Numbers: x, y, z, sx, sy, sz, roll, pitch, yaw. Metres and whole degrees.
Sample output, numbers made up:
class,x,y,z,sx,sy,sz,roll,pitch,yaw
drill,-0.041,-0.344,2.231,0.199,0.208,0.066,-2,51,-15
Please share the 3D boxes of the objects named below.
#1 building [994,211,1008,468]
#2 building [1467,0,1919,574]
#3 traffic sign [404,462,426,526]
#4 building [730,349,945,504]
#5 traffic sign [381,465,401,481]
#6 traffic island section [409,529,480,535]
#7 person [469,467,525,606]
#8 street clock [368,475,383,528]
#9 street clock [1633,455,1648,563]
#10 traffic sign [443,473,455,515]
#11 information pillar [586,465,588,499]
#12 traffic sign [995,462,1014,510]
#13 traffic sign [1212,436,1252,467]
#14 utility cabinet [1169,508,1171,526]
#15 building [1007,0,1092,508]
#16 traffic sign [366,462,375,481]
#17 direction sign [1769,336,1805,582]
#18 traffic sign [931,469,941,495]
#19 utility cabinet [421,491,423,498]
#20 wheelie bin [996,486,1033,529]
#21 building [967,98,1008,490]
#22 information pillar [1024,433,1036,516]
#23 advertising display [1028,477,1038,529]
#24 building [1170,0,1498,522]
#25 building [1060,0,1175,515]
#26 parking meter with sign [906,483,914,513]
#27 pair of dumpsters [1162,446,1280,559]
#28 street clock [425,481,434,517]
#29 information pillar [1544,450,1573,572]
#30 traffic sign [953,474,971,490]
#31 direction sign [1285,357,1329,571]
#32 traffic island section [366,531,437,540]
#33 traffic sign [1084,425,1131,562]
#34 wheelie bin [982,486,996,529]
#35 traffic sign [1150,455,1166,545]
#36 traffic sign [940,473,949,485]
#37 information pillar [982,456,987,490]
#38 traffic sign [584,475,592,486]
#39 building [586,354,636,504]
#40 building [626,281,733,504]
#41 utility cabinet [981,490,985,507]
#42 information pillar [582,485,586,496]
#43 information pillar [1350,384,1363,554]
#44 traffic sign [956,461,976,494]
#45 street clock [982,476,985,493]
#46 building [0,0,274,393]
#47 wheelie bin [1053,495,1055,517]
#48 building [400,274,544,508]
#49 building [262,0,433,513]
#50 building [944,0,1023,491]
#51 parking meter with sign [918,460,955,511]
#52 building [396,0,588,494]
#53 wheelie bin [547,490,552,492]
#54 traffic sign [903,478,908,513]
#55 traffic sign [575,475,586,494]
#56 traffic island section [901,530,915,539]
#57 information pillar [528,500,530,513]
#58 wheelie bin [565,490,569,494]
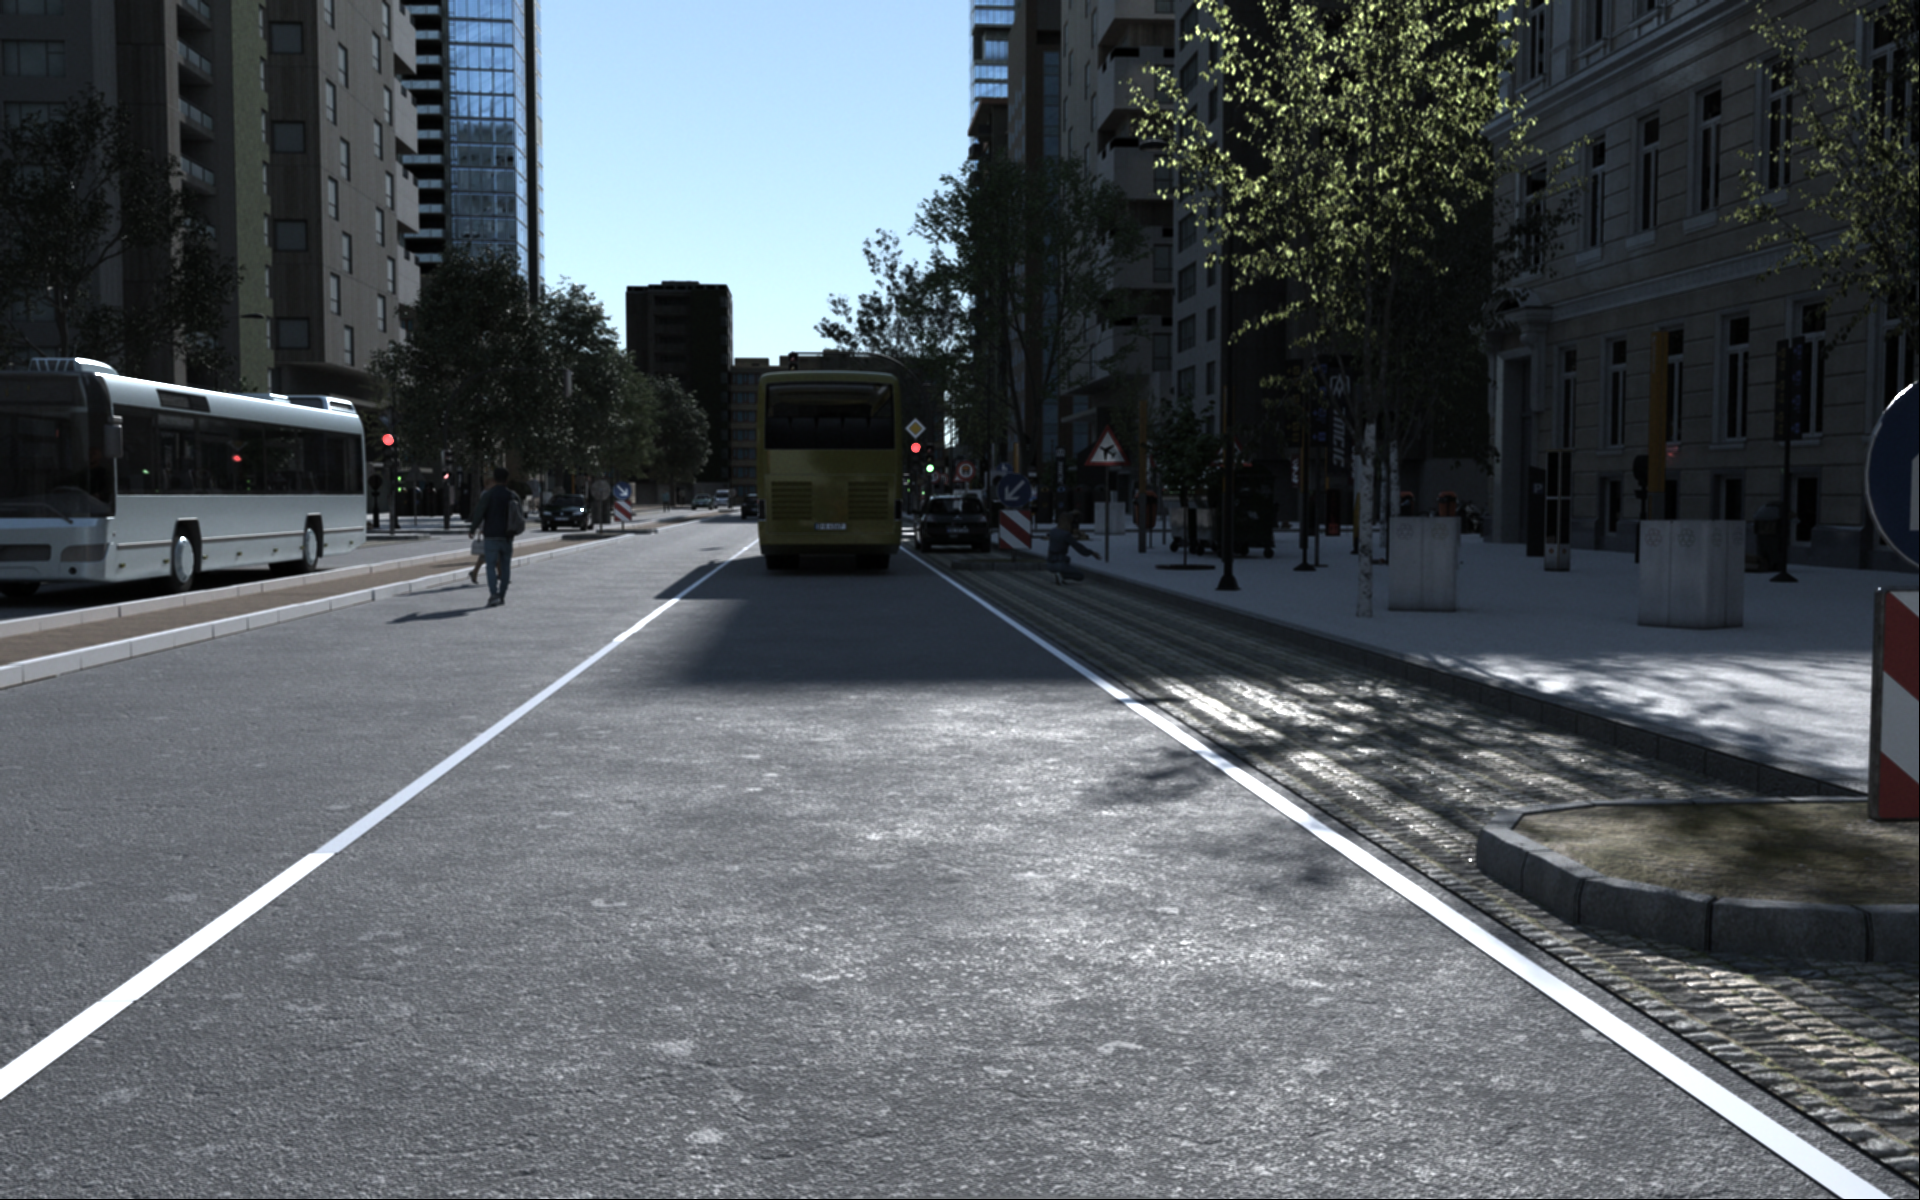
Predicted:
class,x,y,z,sx,sy,sz,roll,pitch,yaw
building,10.115,-24.292,168.867,14.160,30.474,14.107,0,4,-5
building,20.894,-15.298,36.030,13.634,28.700,20.117,0,4,-5
traffic sign,-21.941,-4.265,69.741,0.884,2.594,0.081,0,4,2
building,-17.552,-24.622,247.614,28.899,21.520,27.650,0,4,-5
traffic sign,-22.387,-4.164,68.181,0.768,2.556,0.104,0,4,-1
traffic island section,-18.553,-2.464,62.569,2.009,0.180,2.903,0,4,-5
person,-5.950,-0.828,22.383,0.623,1.781,0.721,-3,5,-44
street clock,-21.978,-3.706,65.155,0.471,2.002,0.358,0,4,-3
street clock,12.664,-1.683,32.093,0.471,2.002,0.358,-3,5,-44
traffic sign,-25.261,-5.110,85.686,0.606,2.300,0.079,0,4,1
information pillar,-24.215,-7.401,112.365,0.183,3.616,0.504,-1,4,-9
traffic sign,1.798,-4.262,69.782,0.768,2.556,0.104,0,4,3
traffic sign,5.221,-2.055,33.610,0.884,2.594,0.081,0,4,1
utility cabinet,8.417,-3.626,67.959,0.318,1.500,1.173,0,4,1
building,11.851,-30.821,154.038,14.600,45.320,14.200,0,4,-5
traffic sign,-23.203,-4.124,67.531,0.768,2.556,0.104,0,4,2
direction sign,12.076,-2.036,25.286,0.379,3.537,0.876,0,4,2
traffic sign,-1.360,-5.384,88.139,0.768,2.556,0.104,0,4,-4
utility cabinet,-40.435,-7.420,129.994,1.173,1.500,0.318,1,4,9
wheelie bin,1.715,-2.770,53.195,0.980,1.594,0.693,-1,4,-9
building,12.306,-32.787,190.684,22.147,44.769,28.867,0,4,-5
information pillar,2.670,-4.582,66.275,0.504,3.616,0.183,0,4,-6
advertising display,2.414,-3.562,63.445,0.974,1.923,0.123,-2,4,-26
building,18.413,-19.057,83.283,14.107,30.474,14.160,0,4,-5
building,21.865,-32.271,116.873,28.713,52.752,27.495,0,4,-5
parking meter with sign,-3.215,-7.300,115.623,1.738,3.016,0.543,1,4,14
pair of dumpsters,5.450,-2.073,36.393,1.574,2.255,4.437,0,4,-5
street clock,-29.692,-5.670,97.269,0.358,2.002,0.471,-1,4,-23
information pillar,9.945,-1.486,28.792,0.304,2.012,0.304,-2,4,-30
traffic sign,0.056,-4.686,76.613,0.884,2.594,0.081,0,4,-3
direction sign,5.777,-2.259,28.926,0.379,3.537,0.876,-3,5,-41
traffic island section,-17.917,-1.977,54.610,2.009,0.180,2.903,0,4,-5
traffic sign,2.760,-1.986,32.483,0.884,2.594,0.081,0,4,-3
wheelie bin,1.246,-3.464,64.550,0.980,1.594,0.693,-2,4,-29
traffic sign,5.186,-2.680,43.926,0.768,2.556,0.104,0,4,1
traffic sign,-1.037,-6.355,104.004,0.768,2.556,0.104,0,4,3
information pillar,1.524,-6.950,104.995,0.504,3.616,0.183,3,5,44
traffic sign,-25.257,-7.165,117.252,0.768,2.556,0.104,0,4,3
building,-60.849,-24.380,243.647,28.899,21.520,27.650,0,4,-5
building,-38.377,-28.520,237.994,14.107,30.474,14.160,0,4,-5
utility cabinet,1.199,-4.681,85.209,0.318,1.500,1.173,3,5,42
information pillar,-27.827,-7.585,128.514,0.304,2.012,0.304,3,5,42
information pillar,8.452,-2.779,36.792,0.183,3.616,0.504,0,4,3
traffic sign,0.225,-4.028,65.957,0.768,2.556,0.104,0,4,-2
street clock,1.097,-4.017,70.249,0.358,2.002,0.471,2,4,34
building,-40.695,-24.143,78.339,14.154,41.232,14.086,0,4,-5
wheelie bin,5.038,-5.539,98.471,0.693,1.594,0.980,0,4,7
building,-52.441,-18.638,149.777,27.650,21.520,28.899,0,4,-5
building,-49.876,-31.702,107.561,28.713,52.752,27.495,0,4,-5
building,13.133,-56.996,244.558,31.000,86.520,22.319,0,4,-5
parking meter with sign,-1.185,-5.673,89.008,1.738,3.016,0.543,-1,4,-10
building,-57.931,-53.489,187.212,31.000,86.520,22.319,0,4,-5
wheelie bin,-30.088,-7.313,127.471,0.980,1.594,0.693,1,4,16
traffic sign,-3.680,-7.017,114.835,0.768,2.556,0.104,0,4,-2
traffic sign,-25.571,-7.124,116.591,0.768,2.556,0.104,0,4,-3
traffic island section,-0.979,-2.059,55.953,2.009,0.180,2.903,0,4,-5
information pillar,-29.605,-6.961,118.307,0.304,2.012,0.304,-3,5,-42
wheelie bin,-28.057,-7.015,122.605,0.980,1.594,0.693,-3,4,-39
